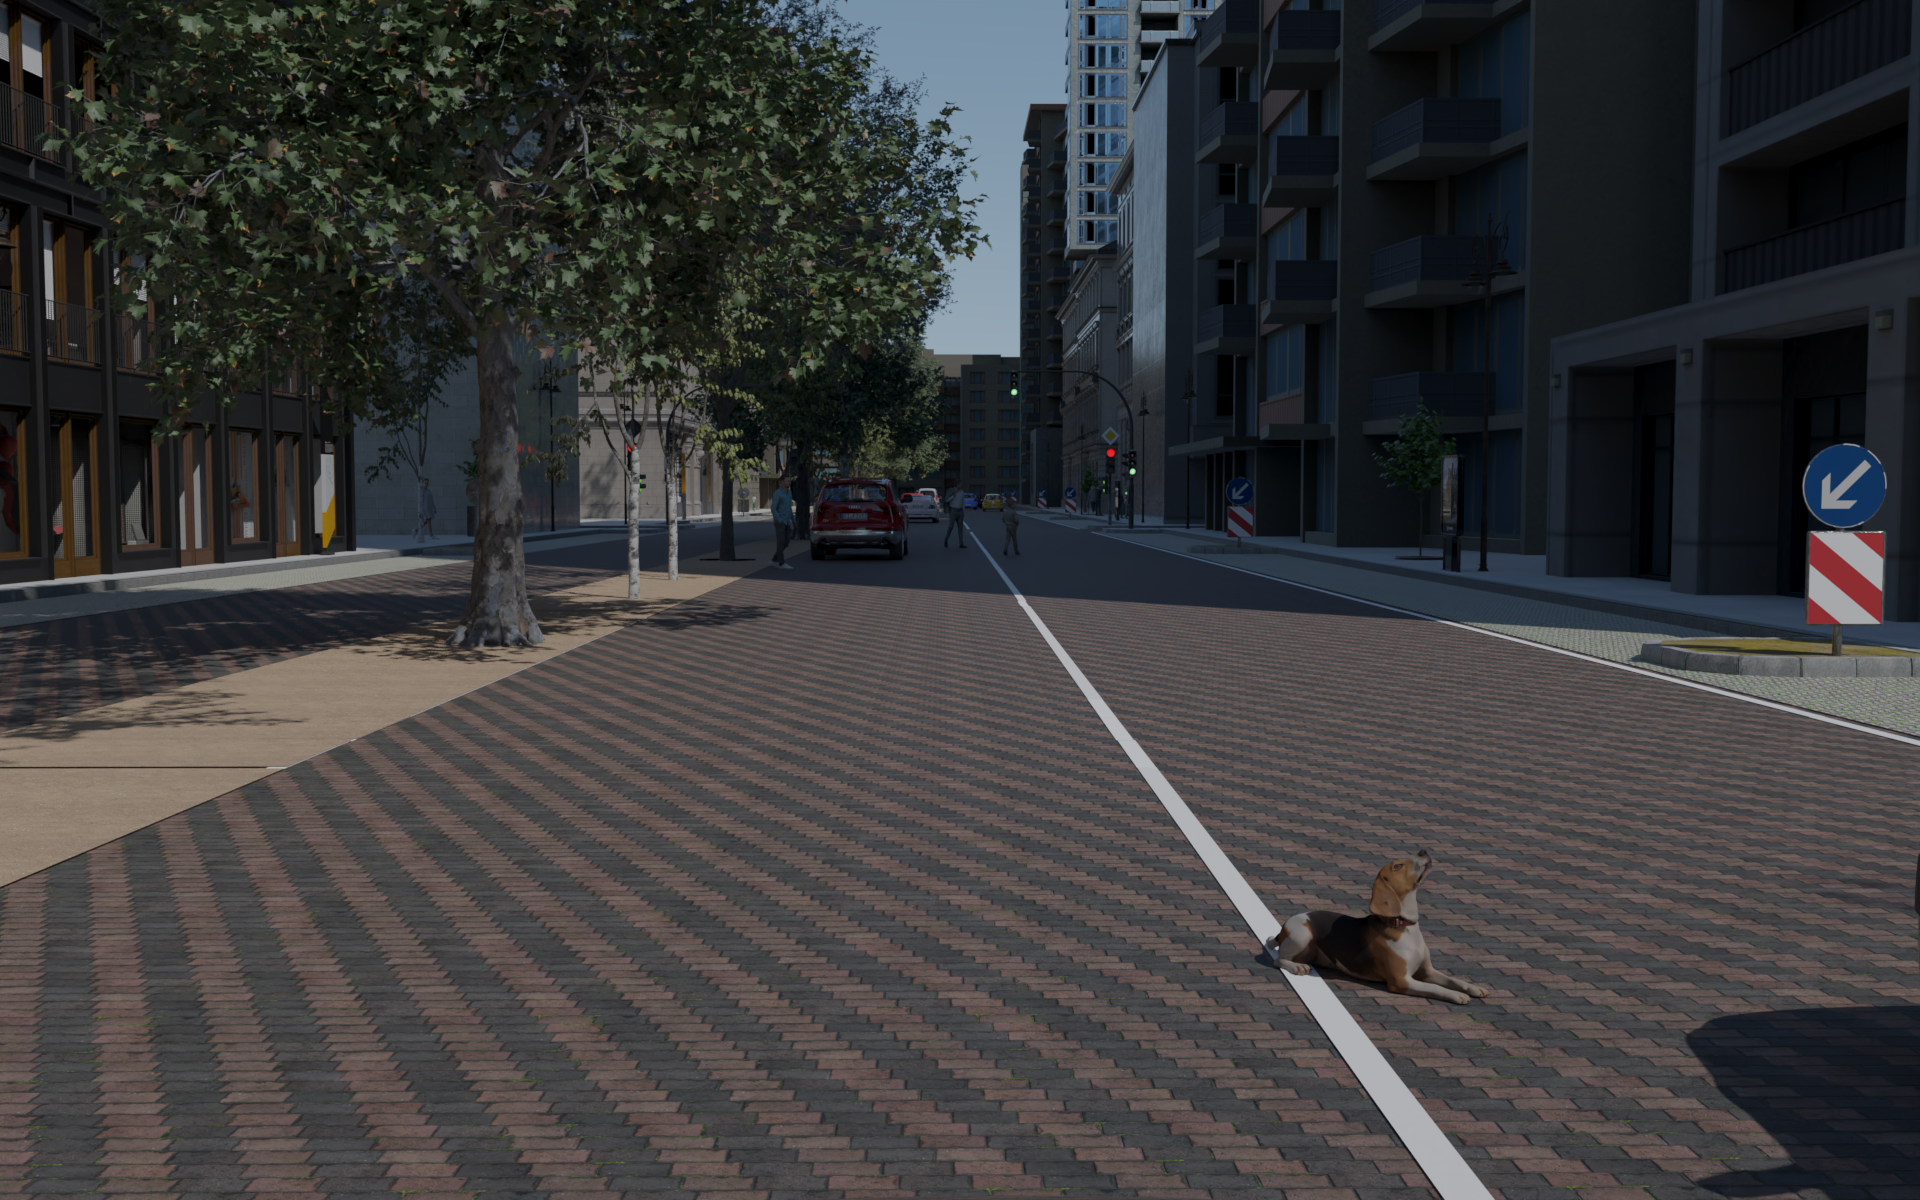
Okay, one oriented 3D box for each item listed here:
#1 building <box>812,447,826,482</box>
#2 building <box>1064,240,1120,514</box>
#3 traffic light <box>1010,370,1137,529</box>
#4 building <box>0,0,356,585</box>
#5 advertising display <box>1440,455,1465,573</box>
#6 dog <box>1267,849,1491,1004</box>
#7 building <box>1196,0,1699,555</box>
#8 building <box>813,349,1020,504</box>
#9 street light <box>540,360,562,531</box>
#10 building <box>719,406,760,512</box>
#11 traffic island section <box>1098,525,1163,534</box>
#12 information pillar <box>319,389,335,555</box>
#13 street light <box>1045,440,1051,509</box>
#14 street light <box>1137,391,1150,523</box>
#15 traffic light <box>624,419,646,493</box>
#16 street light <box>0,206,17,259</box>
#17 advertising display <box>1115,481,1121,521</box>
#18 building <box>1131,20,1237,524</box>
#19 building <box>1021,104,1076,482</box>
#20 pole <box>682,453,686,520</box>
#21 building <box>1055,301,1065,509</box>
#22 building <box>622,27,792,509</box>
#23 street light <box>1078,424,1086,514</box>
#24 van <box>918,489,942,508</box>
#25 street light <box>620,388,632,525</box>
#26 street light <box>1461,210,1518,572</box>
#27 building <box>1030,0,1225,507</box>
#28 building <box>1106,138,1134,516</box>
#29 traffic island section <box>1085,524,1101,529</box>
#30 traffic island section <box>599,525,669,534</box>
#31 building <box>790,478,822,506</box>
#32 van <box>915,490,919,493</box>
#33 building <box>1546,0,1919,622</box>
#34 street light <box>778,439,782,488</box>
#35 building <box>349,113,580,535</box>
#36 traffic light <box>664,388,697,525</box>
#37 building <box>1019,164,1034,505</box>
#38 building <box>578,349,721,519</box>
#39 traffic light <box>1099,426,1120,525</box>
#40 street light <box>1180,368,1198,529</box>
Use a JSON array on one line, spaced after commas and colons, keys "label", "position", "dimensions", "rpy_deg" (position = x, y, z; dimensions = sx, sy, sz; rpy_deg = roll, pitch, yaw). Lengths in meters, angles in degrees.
[{"label": "building", "position": [-30.738, -34.037, 211.121], "dimensions": [28.867, 44.769, 22.147], "rpy_deg": [0, 4, -1]}, {"label": "building", "position": [13.278, -15.499, 118.038], "dimensions": [10.561, 19.102, 19.286], "rpy_deg": [0, 4, -1]}, {"label": "traffic light", "position": [4.194, -5.442, 63.640], "dimensions": [4.771, 5.953, 1.251], "rpy_deg": [0, 4, -1]}, {"label": "building", "position": [-19.609, -12.263, 30.184], "dimensions": [12.332, 23.373, 15.834], "rpy_deg": [0, 4, -1]}, {"label": "advertising display", "position": [8.166, -1.438, 28.723], "dimensions": [0.123, 1.923, 0.974], "rpy_deg": [0, 4, 0]}, {"label": "dog", "position": [1.225, 0.917, 5.201], "dimensions": [0.550, 0.427, 0.748], "rpy_deg": [0, 4, -2]}, {"label": "building", "position": [18.564, -24.094, 48.563], "dimensions": [22.147, 44.769, 28.867], "rpy_deg": [0, 4, -1]}, {"label": "building", "position": [-5.507, -24.440, 244.630], "dimensions": [28.899, 21.520, 27.650], "rpy_deg": [0, 4, -1]}, {"label": "street light", "position": [-13.969, -5.290, 59.274], "dimensions": [0.468, 5.910, 1.993], "rpy_deg": [0, 4, -1]}, {"label": "building", "position": [-23.425, -17.904, 126.014], "dimensions": [16.112, 22.955, 30.059], "rpy_deg": [0, 4, -1]}, {"label": "traffic island section", "position": [6.325, -2.547, 63.916], "dimensions": [2.009, 0.180, 2.903], "rpy_deg": [0, 4, -1]}, {"label": "information pillar", "position": [-13.277, -2.751, 36.339], "dimensions": [0.183, 3.616, 0.504], "rpy_deg": [0, 4, 1]}, {"label": "street light", "position": [7.464, -10.628, 146.552], "dimensions": [0.468, 5.910, 1.993], "rpy_deg": [0, 4, -1]}, {"label": "street light", "position": [8.193, -6.398, 77.388], "dimensions": [0.468, 5.910, 1.993], "rpy_deg": [0, 4, -1]}, {"label": "traffic light", "position": [-11.975, -4.568, 63.603], "dimensions": [0.839, 4.253, 0.868], "rpy_deg": [0, 4, -1]}, {"label": "street light", "position": [-13.712, -3.139, 24.113], "dimensions": [0.468, 5.910, 1.993], "rpy_deg": [0, 4, -1]}, {"label": "advertising display", "position": [7.603, -4.789, 83.518], "dimensions": [0.123, 1.923, 0.974], "rpy_deg": [0, 4, -3]}, {"label": "building", "position": [23.481, -15.846, 78.156], "dimensions": [30.058, 24.678, 14.314], "rpy_deg": [0, 4, -1]}, {"label": "building", "position": [18.178, -32.910, 192.706], "dimensions": [22.147, 44.769, 28.867], "rpy_deg": [0, 4, -1]}, {"label": "pole", "position": [-13.629, -5.605, 85.478], "dimensions": [0.158, 3.312, 0.155], "rpy_deg": [0, 3, 0]}, {"label": "building", "position": [13.386, -16.677, 137.290], "dimensions": [10.561, 19.102, 19.286], "rpy_deg": [0, 4, -1]}, {"label": "building", "position": [-26.293, -30.969, 160.965], "dimensions": [22.147, 44.769, 28.867], "rpy_deg": [0, 4, -1]}, {"label": "street light", "position": [7.870, -8.504, 111.834], "dimensions": [0.468, 5.910, 1.993], "rpy_deg": [0, 4, -1]}, {"label": "van", "position": [-2.433, -7.660, 132.249], "dimensions": [2.013, 2.044, 4.112], "rpy_deg": [0, 4, 1]}, {"label": "street light", "position": [-14.089, -6.120, 72.848], "dimensions": [0.468, 5.910, 1.993], "rpy_deg": [0, 4, -1]}, {"label": "street light", "position": [8.689, -3.412, 28.582], "dimensions": [0.468, 5.910, 1.993], "rpy_deg": [0, 4, -1]}, {"label": "building", "position": [18.614, -51.920, 161.557], "dimensions": [22.319, 86.520, 31.000], "rpy_deg": [0, 4, -1]}, {"label": "building", "position": [14.645, -16.458, 97.971], "dimensions": [11.050, 23.489, 19.941], "rpy_deg": [0, 4, -1]}, {"label": "traffic island section", "position": [6.245, -3.035, 71.901], "dimensions": [2.009, 0.180, 2.903], "rpy_deg": [0, 4, -1]}, {"label": "traffic island section", "position": [-12.015, -2.536, 63.737], "dimensions": [2.009, 0.180, 2.903], "rpy_deg": [0, 4, -1]}, {"label": "building", "position": [-31.408, -30.314, 187.518], "dimensions": [32.217, 40.220, 23.993], "rpy_deg": [0, 4, -1]}, {"label": "van", "position": [-4.216, -11.174, 189.703], "dimensions": [2.013, 2.044, 4.112], "rpy_deg": [0, 4, -1]}, {"label": "building", "position": [19.584, -35.280, 15.087], "dimensions": [20.563, 71.187, 20.611], "rpy_deg": [0, 4, -1]}, {"label": "street light", "position": [-14.755, -10.334, 141.741], "dimensions": [0.468, 5.910, 1.993], "rpy_deg": [0, 4, -1]}, {"label": "building", "position": [-22.584, -12.493, 59.015], "dimensions": [16.860, 20.320, 10.420], "rpy_deg": [0, 4, -1]}, {"label": "traffic light", "position": [-9.965, -5.931, 71.644], "dimensions": [4.771, 5.953, 1.251], "rpy_deg": [0, 4, -1]}, {"label": "building", "position": [14.375, -32.524, 215.357], "dimensions": [14.154, 41.232, 14.086], "rpy_deg": [0, 4, -1]}, {"label": "building", "position": [-19.606, -14.679, 90.911], "dimensions": [10.553, 20.767, 40.483], "rpy_deg": [0, 4, -1]}, {"label": "traffic light", "position": [6.205, -5.068, 71.787], "dimensions": [0.839, 4.253, 0.868], "rpy_deg": [0, 4, -1]}, {"label": "street light", "position": [8.371, -5.546, 63.459], "dimensions": [0.468, 5.910, 1.993], "rpy_deg": [0, 4, -1]}]
